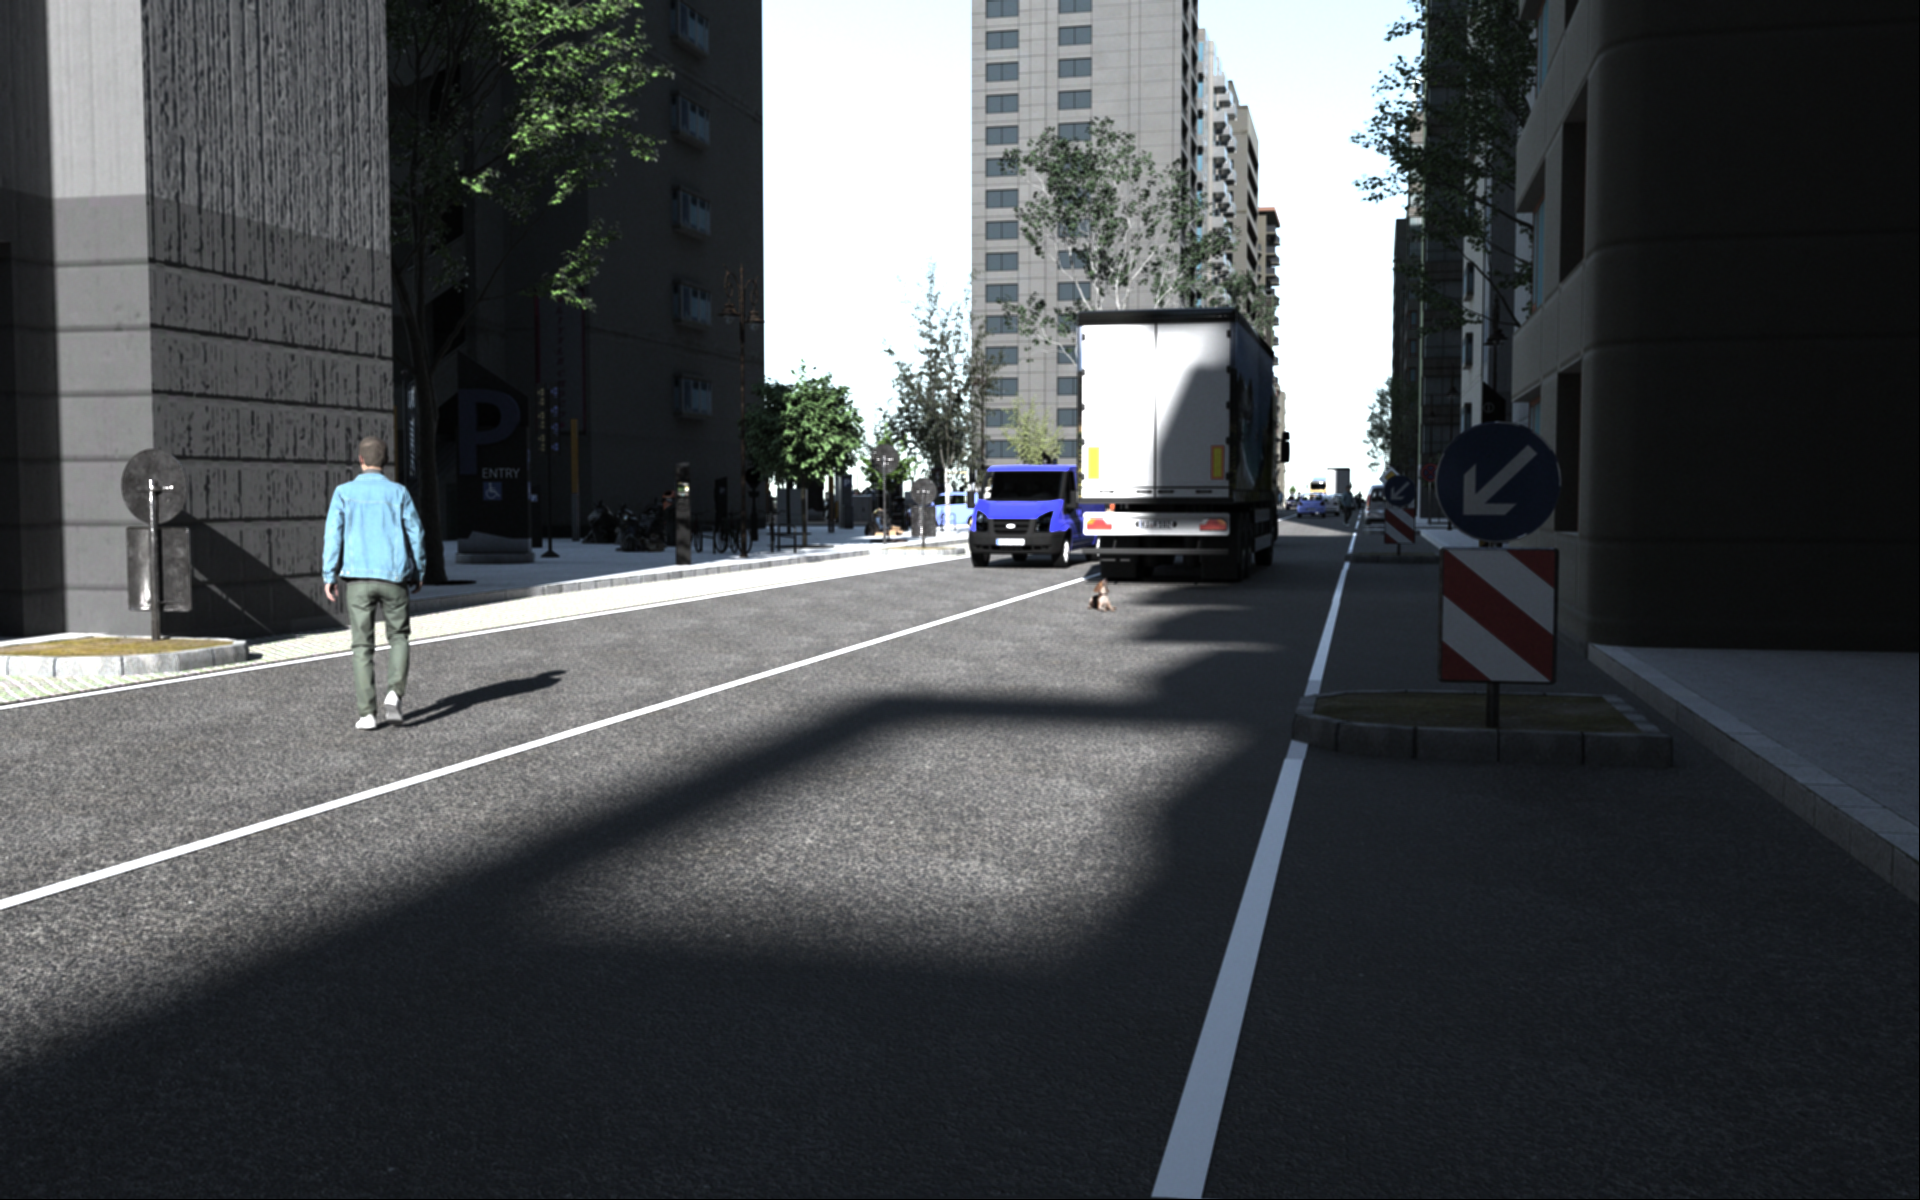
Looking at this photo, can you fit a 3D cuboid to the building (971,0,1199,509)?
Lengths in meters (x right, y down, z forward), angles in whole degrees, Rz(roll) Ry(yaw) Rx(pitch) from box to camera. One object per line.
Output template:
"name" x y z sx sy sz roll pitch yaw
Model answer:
"building" 13.207 -44.012 157.845 20.563 71.187 20.611 1 4 13

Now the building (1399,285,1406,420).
"building" 67.507 -28.487 237.462 14.160 30.474 14.107 1 4 13

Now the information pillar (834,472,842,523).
"information pillar" -5.307 -5.218 76.669 0.504 3.616 0.183 0 4 5

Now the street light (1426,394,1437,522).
"street light" 21.669 -6.541 79.727 0.468 5.910 1.993 1 4 13

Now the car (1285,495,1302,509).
"car" 31.573 -9.192 162.877 1.945 1.354 3.894 1 4 14

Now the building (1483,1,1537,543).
"building" 24.480 -30.663 43.336 21.231 58.520 28.212 1 4 13

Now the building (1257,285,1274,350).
"building" 35.322 -28.458 236.991 14.160 30.474 14.107 1 4 13

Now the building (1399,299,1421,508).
"building" 56.357 -19.560 164.841 27.650 21.520 28.899 1 4 13

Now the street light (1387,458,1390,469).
"street light" 48.937 -13.668 196.252 0.468 5.910 1.993 1 4 13

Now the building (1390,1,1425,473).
"building" 76.062 -57.776 257.311 22.319 86.520 31.000 1 4 13

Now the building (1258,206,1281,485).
"building" 36.125 -36.928 258.392 22.147 44.769 28.867 1 4 13

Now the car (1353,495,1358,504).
"car" 58.316 -14.959 257.164 1.945 1.354 3.894 1 4 13

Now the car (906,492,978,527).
"car" -0.422 -3.664 69.503 3.694 1.707 1.945 1 4 14

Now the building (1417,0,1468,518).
"building" 32.892 -25.228 96.072 14.154 41.232 14.086 1 4 13

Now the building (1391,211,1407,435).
"building" 82.046 -40.411 284.426 21.300 48.544 21.600 1 4 13

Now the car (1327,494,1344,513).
"car" 29.230 -7.542 135.116 2.131 1.459 4.920 1 4 13

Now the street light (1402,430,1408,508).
"street light" 31.399 -9.111 121.752 0.468 5.910 1.993 1 4 13

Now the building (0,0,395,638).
"building" -19.780 -28.418 6.636 21.231 58.520 28.212 1 4 13

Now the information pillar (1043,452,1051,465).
"information pillar" 4.710 -6.290 94.200 0.504 3.616 0.183 1 4 8

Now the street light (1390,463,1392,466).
"street light" 43.958 -12.355 174.793 0.468 5.910 1.993 1 4 13

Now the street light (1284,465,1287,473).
"street light" 50.908 -18.251 271.196 0.468 5.910 1.993 1 4 13

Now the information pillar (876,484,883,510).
"information pillar" -3.946 -4.932 85.127 0.304 2.012 0.304 -2 4 -27

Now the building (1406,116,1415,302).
"building" 55.226 -30.761 186.533 14.154 41.232 14.086 1 4 13

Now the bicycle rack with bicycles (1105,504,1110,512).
"bicycle rack with bicycles" 10.654 -7.031 128.341 2.925 0.926 2.852 -3 5 -42

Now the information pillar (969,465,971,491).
"information pillar" 0.776 -8.543 131.033 0.183 3.616 0.504 1 4 9

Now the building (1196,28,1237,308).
"building" 17.416 -34.502 183.711 23.786 49.044 30.456 1 4 13

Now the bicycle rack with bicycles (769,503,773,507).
"bicycle rack with bicycles" -12.055 -5.084 96.511 2.925 0.926 2.852 3 5 45

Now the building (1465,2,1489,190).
"building" 33.250 -27.620 75.281 21.600 48.544 21.300 1 4 13

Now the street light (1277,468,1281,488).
"street light" 46.120 -16.984 250.480 0.468 5.910 1.993 1 4 13

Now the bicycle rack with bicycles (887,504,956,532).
"bicycle rack with bicycles" -1.422 -2.844 59.878 2.852 0.926 2.925 1 4 16

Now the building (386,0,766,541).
"building" -19.925 -26.409 55.497 21.600 48.544 21.300 1 4 13

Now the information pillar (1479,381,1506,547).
"information pillar" 10.972 -2.715 35.745 0.504 3.616 0.183 1 4 14

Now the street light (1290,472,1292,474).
"street light" 55.793 -19.524 292.009 0.468 5.910 1.993 1 4 13

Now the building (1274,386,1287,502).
"building" 39.556 -27.087 287.907 27.650 21.520 28.899 1 4 13

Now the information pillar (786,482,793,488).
"information pillar" -8.925 -5.272 90.685 0.304 2.012 0.304 -2 4 -35

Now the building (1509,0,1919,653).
"building" 17.540 -9.811 5.444 27.650 21.520 28.899 1 4 13

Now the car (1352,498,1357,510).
"car" 35.060 -8.888 157.681 2.083 1.381 4.827 1 4 14

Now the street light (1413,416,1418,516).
"street light" 26.526 -7.821 100.653 0.468 5.910 1.993 1 4 13

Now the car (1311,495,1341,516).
"car" 24.249 -6.279 115.018 2.083 1.381 4.827 1 4 12

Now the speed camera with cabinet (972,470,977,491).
"speed camera with cabinet" 1.989 -8.868 139.326 2.038 3.252 0.660 0 4 3

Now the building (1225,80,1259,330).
"building" 24.431 -35.784 208.770 21.300 48.544 21.600 1 4 13

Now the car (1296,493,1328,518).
"car" 21.438 -5.870 105.558 1.945 1.707 3.694 1 4 12

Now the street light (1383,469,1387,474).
"street light" 58.024 -16.036 234.972 0.468 5.910 1.993 1 4 13

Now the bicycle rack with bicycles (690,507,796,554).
"bicycle rack with bicycles" -4.765 -1.504 37.973 2.852 0.926 2.925 -1 4 -16
